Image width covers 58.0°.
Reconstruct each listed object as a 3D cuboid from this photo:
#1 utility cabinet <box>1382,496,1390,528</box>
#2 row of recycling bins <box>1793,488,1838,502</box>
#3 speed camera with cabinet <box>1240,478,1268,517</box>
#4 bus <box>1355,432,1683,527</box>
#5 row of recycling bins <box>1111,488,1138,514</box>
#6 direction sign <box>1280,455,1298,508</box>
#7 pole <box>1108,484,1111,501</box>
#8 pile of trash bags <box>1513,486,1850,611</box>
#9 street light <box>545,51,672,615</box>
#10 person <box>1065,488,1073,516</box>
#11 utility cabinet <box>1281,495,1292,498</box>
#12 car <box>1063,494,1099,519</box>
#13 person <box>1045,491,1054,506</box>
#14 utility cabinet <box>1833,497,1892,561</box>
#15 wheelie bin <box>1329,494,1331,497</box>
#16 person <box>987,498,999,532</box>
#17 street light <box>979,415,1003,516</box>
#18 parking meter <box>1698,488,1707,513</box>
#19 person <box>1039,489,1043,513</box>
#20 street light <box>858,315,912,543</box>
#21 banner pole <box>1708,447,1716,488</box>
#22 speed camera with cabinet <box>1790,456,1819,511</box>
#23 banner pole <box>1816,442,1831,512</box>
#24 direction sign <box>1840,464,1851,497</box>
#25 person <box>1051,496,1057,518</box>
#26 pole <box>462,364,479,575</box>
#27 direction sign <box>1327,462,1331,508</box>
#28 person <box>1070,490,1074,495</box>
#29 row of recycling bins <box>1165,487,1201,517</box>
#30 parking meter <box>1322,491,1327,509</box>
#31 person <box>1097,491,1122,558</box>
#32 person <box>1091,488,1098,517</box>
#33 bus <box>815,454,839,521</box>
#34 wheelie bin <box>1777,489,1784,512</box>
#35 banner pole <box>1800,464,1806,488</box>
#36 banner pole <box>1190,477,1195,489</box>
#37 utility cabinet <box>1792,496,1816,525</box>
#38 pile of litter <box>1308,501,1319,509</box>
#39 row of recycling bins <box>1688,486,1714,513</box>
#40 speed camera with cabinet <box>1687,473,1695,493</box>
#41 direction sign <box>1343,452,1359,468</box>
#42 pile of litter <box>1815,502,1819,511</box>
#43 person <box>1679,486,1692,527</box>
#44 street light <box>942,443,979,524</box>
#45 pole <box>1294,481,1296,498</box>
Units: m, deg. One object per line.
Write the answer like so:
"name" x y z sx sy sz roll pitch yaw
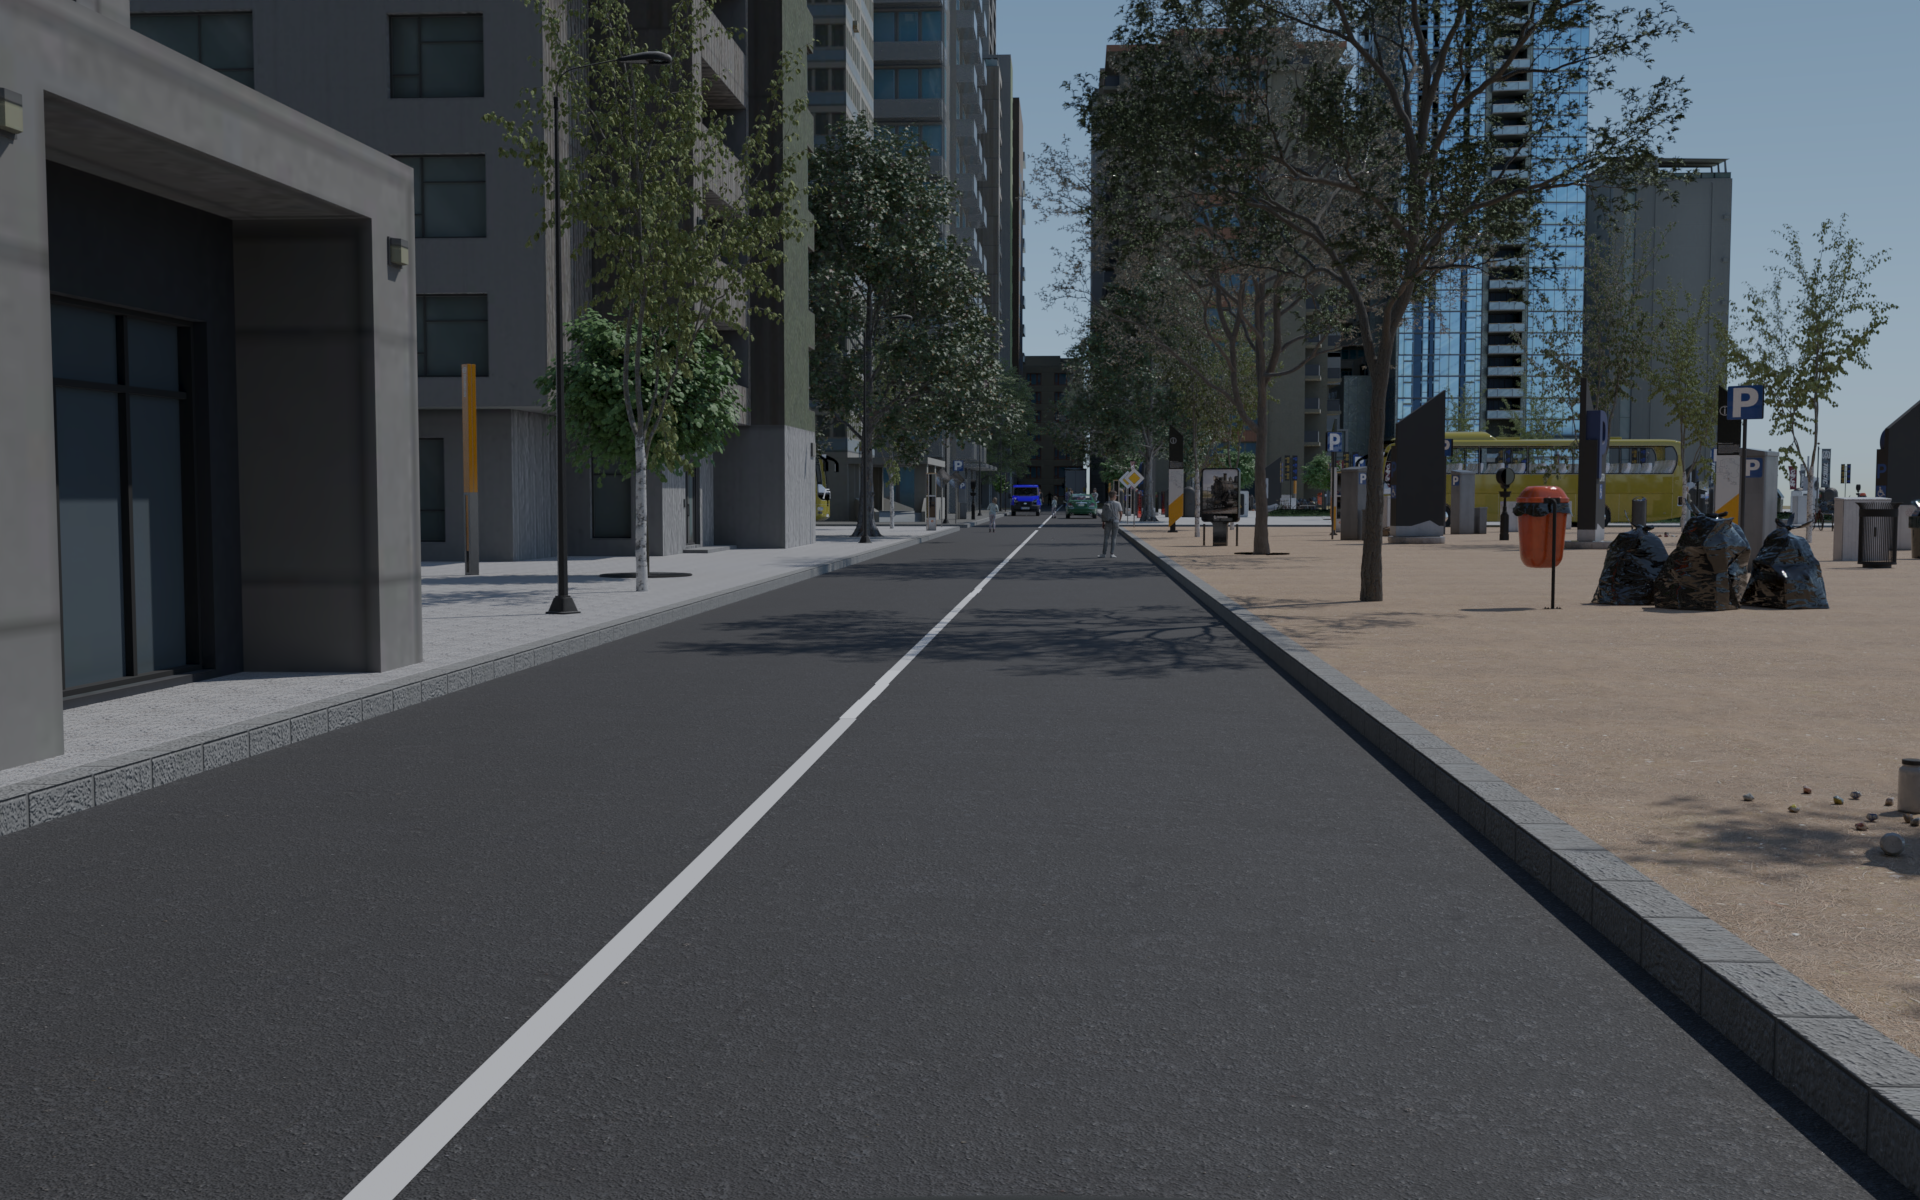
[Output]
"utility cabinet" 15.263 -3.053 61.074 1.020 1.237 0.306 -3 4 -39
"row of recycling bins" 54.335 -6.301 110.138 1.069 1.692 3.534 -1 4 -16
"speed camera with cabinet" 15.989 -6.203 95.760 2.038 3.252 0.660 1 4 11
"bus" 22.166 -4.738 69.016 12.252 3.916 2.896 0 4 4
"row of recycling bins" 10.790 -6.315 110.369 1.069 1.692 3.534 3 5 42
"direction sign" 19.323 -6.677 101.167 0.876 3.537 0.379 -2 4 -23
"pole" 12.484 -9.226 144.695 0.158 3.312 0.155 0 3 0
"pile of trash bags" 7.950 -0.613 19.783 3.447 1.369 1.912 -1 4 -11
"street light" -3.723 -2.804 18.381 1.470 5.913 1.316 0 4 4
"person" 7.184 -6.435 113.895 0.473 1.802 0.592 -1 4 -11
"utility cabinet" 24.505 -7.310 130.680 1.020 1.237 0.306 0 4 6
"car" 7.143 -5.516 101.982 2.131 1.459 4.920 0 4 4
"person" 11.083 -12.570 214.152 1.348 1.807 0.705 -1 4 -9
"utility cabinet" 17.405 -1.361 33.414 1.020 1.237 0.306 -1 4 -9
"wheelie bin" 22.344 -5.788 102.534 0.980 1.594 0.693 2 4 28
"person" 1.214 -3.186 64.865 0.425 1.301 0.394 -1 4 -15
"street light" 1.704 -7.878 101.349 1.470 5.913 1.316 0 4 4
"parking meter" 33.578 -4.276 78.331 0.372 1.533 0.369 0 3 0
"person" 6.069 -7.523 131.597 0.616 1.811 0.778 -1 4 -15
"street light" -1.940 -4.435 45.056 1.470 5.913 1.316 0 4 4
"banner pole" 35.715 -5.618 81.863 0.863 3.779 0.401 -1 4 -22
"speed camera with cabinet" 43.630 -5.814 89.394 2.038 3.252 0.660 -3 5 -40
"banner pole" 41.698 -5.733 83.757 0.863 3.779 0.401 0 4 -2
"direction sign" 66.333 -8.426 129.765 0.379 3.537 0.876 -1 4 -21
"person" 5.502 -5.449 101.869 0.394 1.301 0.425 2 4 28
"pole" -7.719 -2.046 27.297 0.158 3.312 0.155 0 3 0
"direction sign" 26.256 -8.026 123.214 0.379 3.537 0.876 2 4 28
"person" 9.455 -8.384 145.823 0.600 1.795 0.529 -1 4 -10
"row of recycling bins" 13.055 -5.408 95.540 3.534 1.692 1.069 -1 4 -12
"parking meter" 27.680 -7.537 131.641 0.372 1.533 0.369 0 3 0
"person" 3.372 -1.705 38.980 0.503 1.515 0.523 -2 4 -24
"person" 8.284 -6.031 107.283 0.511 1.800 0.466 2 4 27
"bus" -11.289 -4.901 71.672 12.252 3.916 2.896 0 4 5
"wheelie bin" 47.396 -5.666 100.550 0.693 1.594 0.980 3 5 41
"banner pole" 61.629 -8.341 126.388 0.863 3.779 0.401 -1 4 -12
"banner pole" 19.287 -9.411 143.883 0.401 3.779 0.863 -2 4 -34
"utility cabinet" 35.489 -3.774 72.870 1.020 1.237 0.306 -1 4 -23
"pile of litter" 21.928 -5.700 107.162 1.176 0.858 1.719 -3 4 -37
"row of recycling bins" 38.110 -4.950 88.041 1.069 1.692 3.534 0 4 -4
"speed camera with cabinet" 58.997 -8.808 138.339 2.038 3.252 0.660 0 4 8
"direction sign" 20.967 -6.180 93.034 0.876 3.537 0.379 -1 4 -10
"pile of litter" 51.119 -5.515 104.127 1.176 0.858 1.719 3 5 42
"person" 29.445 -3.742 70.228 0.362 1.759 0.519 -2 4 -28
"street light" -0.068 -6.247 74.672 1.470 5.913 1.316 0 4 4
"pole" 25.729 -8.511 132.994 0.158 3.312 0.155 0 3 0
